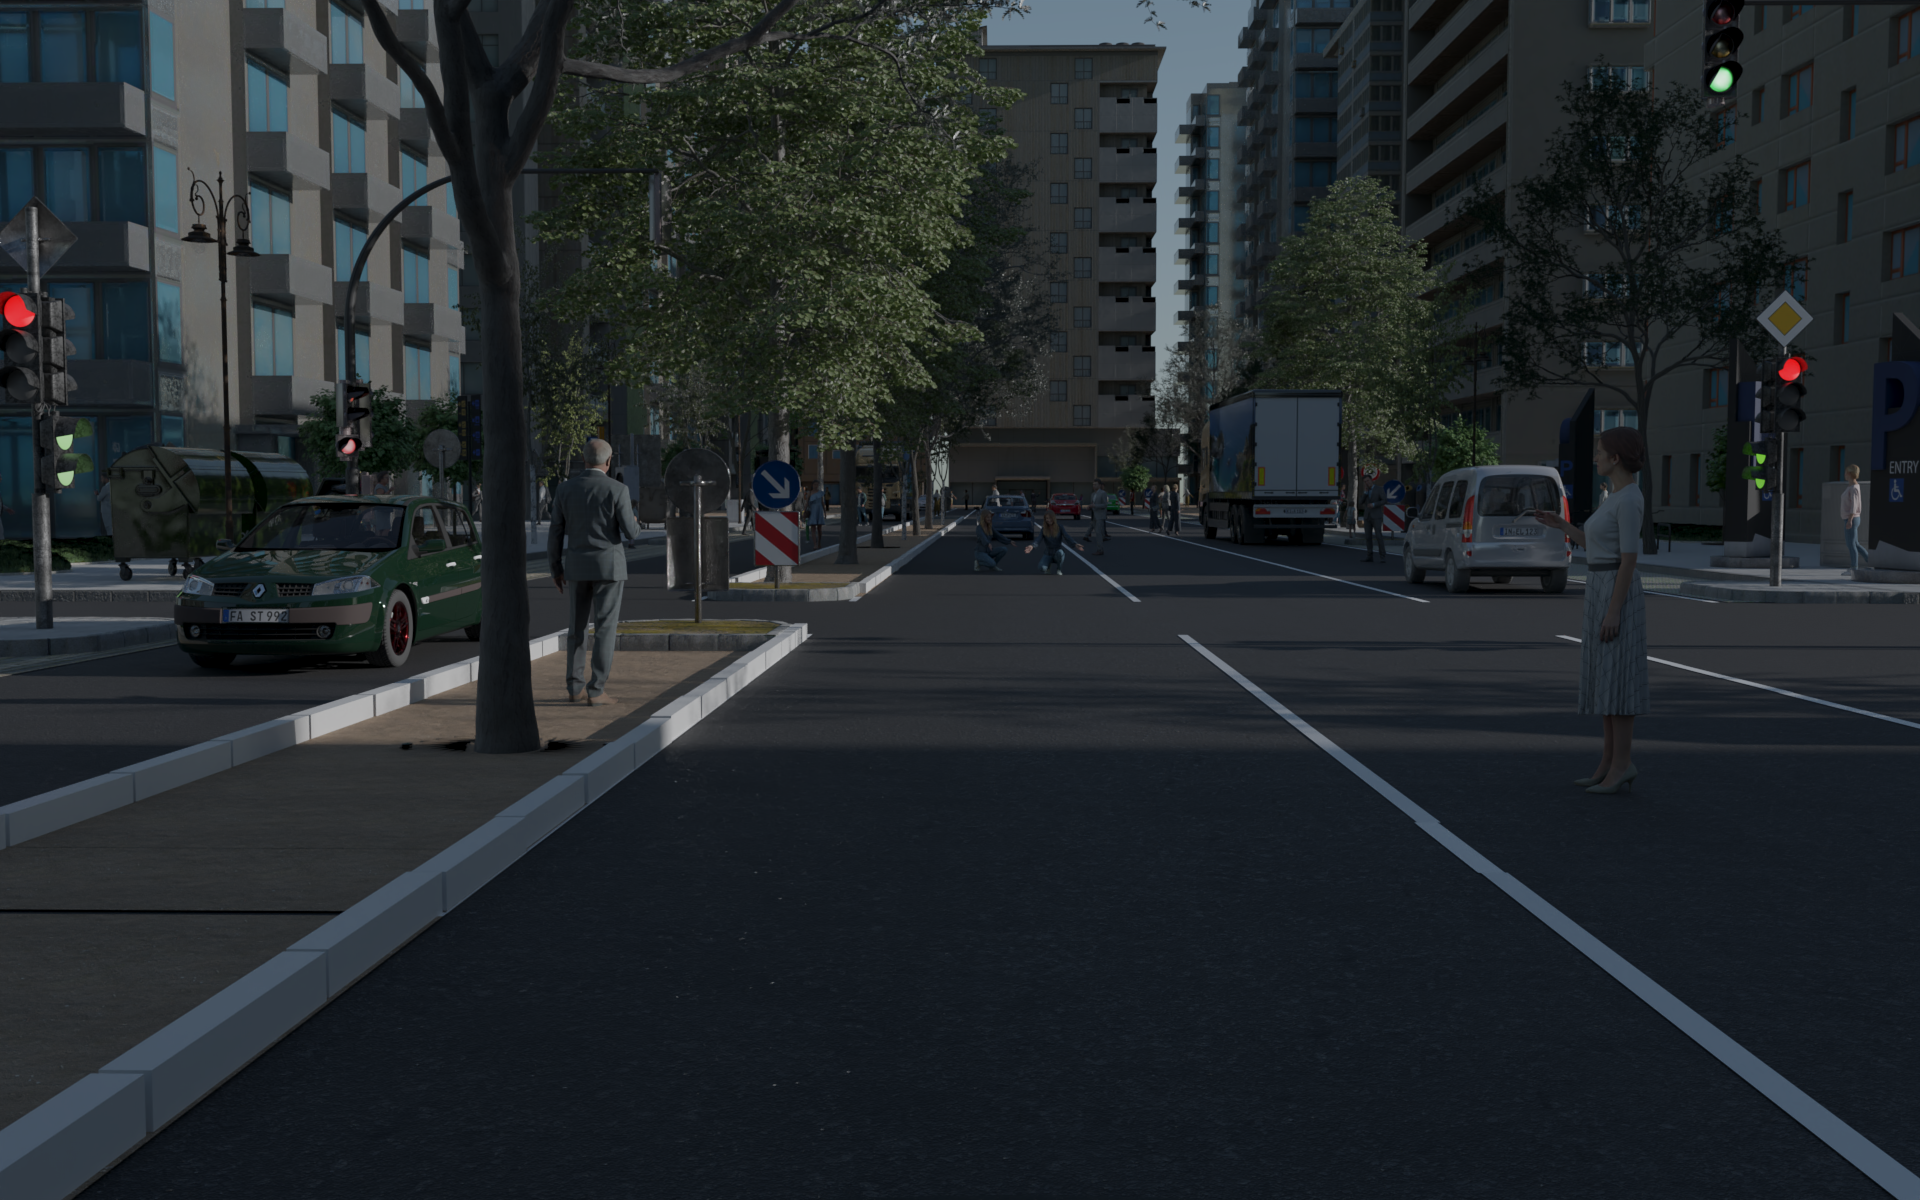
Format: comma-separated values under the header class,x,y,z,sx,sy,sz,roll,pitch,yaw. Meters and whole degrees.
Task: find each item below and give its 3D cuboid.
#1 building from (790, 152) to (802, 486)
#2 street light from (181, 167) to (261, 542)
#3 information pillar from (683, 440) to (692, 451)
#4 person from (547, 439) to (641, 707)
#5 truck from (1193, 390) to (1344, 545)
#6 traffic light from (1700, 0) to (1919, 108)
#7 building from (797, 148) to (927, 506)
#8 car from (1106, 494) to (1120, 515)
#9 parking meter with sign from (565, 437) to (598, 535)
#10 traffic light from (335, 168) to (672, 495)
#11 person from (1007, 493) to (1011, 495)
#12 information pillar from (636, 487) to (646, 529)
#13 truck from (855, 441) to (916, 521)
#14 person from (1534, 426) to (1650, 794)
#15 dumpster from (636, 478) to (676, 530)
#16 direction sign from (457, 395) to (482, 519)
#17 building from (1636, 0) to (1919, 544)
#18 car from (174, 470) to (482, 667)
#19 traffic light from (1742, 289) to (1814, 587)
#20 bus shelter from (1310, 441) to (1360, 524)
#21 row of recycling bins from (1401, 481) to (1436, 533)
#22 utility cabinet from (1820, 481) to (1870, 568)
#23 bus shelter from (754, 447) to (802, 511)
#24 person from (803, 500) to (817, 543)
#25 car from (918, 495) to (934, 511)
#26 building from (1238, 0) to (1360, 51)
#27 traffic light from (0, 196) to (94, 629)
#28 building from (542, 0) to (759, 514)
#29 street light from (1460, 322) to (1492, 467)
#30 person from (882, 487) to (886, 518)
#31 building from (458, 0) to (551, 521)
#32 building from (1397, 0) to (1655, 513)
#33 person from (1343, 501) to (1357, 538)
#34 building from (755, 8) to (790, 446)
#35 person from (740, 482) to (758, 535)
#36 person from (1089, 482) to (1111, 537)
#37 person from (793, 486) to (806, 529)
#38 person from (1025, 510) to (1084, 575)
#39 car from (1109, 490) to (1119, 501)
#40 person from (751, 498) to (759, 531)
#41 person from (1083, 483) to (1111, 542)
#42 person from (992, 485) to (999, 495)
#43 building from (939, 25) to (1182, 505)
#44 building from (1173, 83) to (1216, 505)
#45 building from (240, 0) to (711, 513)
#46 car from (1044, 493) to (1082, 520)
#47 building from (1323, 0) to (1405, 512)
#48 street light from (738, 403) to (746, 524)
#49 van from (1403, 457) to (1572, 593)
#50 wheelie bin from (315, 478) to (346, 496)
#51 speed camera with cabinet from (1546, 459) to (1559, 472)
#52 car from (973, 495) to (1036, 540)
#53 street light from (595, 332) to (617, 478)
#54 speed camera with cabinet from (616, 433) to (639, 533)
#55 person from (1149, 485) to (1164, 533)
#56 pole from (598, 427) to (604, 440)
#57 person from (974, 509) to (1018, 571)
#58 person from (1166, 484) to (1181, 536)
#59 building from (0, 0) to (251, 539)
class,x,y,z,sx,sy,sz,roll,pitch,yaw
building,-32.137,-33.471,201.878,28.867,44.769,22.147,0,4,1
street light,-10.579,-3.190,24.946,0.468,5.910,1.993,0,4,1
information pillar,-11.469,-4.993,72.998,0.504,3.616,0.183,2,4,32
person,-2.468,-0.193,11.834,0.661,1.801,0.590,1,4,9
truck,9.030,-3.863,52.073,2.839,4.237,11.283,0,3,0
traffic light,9.054,-2.521,15.888,4.771,5.953,1.251,0,4,1
building,-10.685,-33.498,197.809,14.200,45.320,14.600,0,4,1
car,10.158,-6.862,120.988,1.959,1.807,4.718,0,4,1
parking meter with sign,-11.724,-3.515,53.725,0.543,3.016,1.738,-3,5,-42
traffic light,-6.446,-3.040,24.367,4.771,5.953,1.251,0,4,1
person,2.629,-4.882,90.915,0.503,1.515,0.523,1,4,14
information pillar,-11.763,-3.615,63.594,0.304,2.012,0.304,2,4,32
truck,-4.019,-6.441,94.220,2.839,4.237,11.283,0,4,3
person,3.071,0.042,8.382,0.524,1.755,0.480,1,4,9
dumpster,-10.942,-3.461,62.346,1.264,1.857,1.865,0,4,1
direction sign,-11.239,-2.921,39.747,0.876,3.537,0.379,3,5,40
building,36.402,-12.078,42.518,28.899,21.520,27.650,0,4,1
car,-5.445,-0.354,15.576,2.009,1.686,4.222,0,4,2
traffic light,11.318,-2.144,23.968,0.839,4.253,0.868,0,4,1
bus shelter,16.276,-5.225,76.718,1.731,3.624,6.357,0,4,1
row of recycling bins,15.311,-2.994,56.058,1.069,1.692,3.534,-1,4,-10
utility cabinet,15.490,-1.303,29.984,0.318,1.500,1.173,-1,4,-22
bus shelter,-9.396,-6.027,89.830,1.731,3.624,6.357,0,4,1
person,-4.372,-2.318,50.648,0.306,1.304,0.590,-2,4,-33
car,-2.806,-8.385,149.450,2.083,1.381,4.827,0,4,3
building,36.266,-32.491,150.839,23.786,49.044,30.456,0,4,1
traffic light,-8.710,-1.680,16.393,0.839,4.253,0.868,0,4,1
building,-24.020,-27.782,137.835,14.154,41.232,14.086,0,4,1
street light,13.856,-4.518,46.659,0.468,5.910,1.993,0,4,1
person,-3.645,-4.276,78.760,0.623,1.781,0.721,0,4,3
building,-24.307,-24.692,87.314,14.154,41.232,14.086,0,4,1
building,35.337,-28.311,86.580,21.300,48.544,21.600,0,4,1
person,12.602,-2.600,56.024,0.505,1.210,0.382,3,4,37
building,-26.850,-43.974,157.218,20.611,71.187,20.563,0,4,1
person,-7.169,-3.144,59.679,0.755,1.850,0.659,-1,4,-16
person,4.659,-3.041,58.132,0.836,1.842,0.656,2,4,25
person,-7.006,-3.797,70.803,1.509,1.804,0.699,0,4,3
person,1.715,-1.023,30.728,1.012,1.151,0.738,1,4,14
car,14.163,-9.571,165.286,1.959,1.807,4.718,0,4,1
person,-7.858,-3.470,66.242,0.522,1.701,0.512,1,4,19
person,4.109,-2.643,51.979,0.850,1.792,0.678,-1,4,-9
person,1.653,-4.154,76.270,0.795,1.843,0.661,0,4,5
building,11.181,-37.616,204.259,27.495,52.752,28.713,0,4,1
building,40.093,-35.564,201.079,30.456,49.044,23.786,0,4,1
building,-29.142,-30.308,115.138,23.786,49.044,30.456,0,4,1
car,5.828,-5.425,97.731,2.155,1.783,4.494,0,4,0
building,40.244,-26.393,123.406,32.217,40.220,23.993,0,4,1
street light,-9.519,-6.230,74.656,0.468,5.910,1.993,0,4,1
van,7.979,-1.192,26.505,2.013,2.044,4.112,0,4,2
wheelie bin,-12.196,-1.594,33.962,0.693,1.594,0.980,2,4,29
speed camera with cabinet,15.313,-3.144,45.739,0.660,3.252,2.038,-3,4,-37
car,1.431,-2.644,55.228,2.014,1.417,4.499,0,4,-1
street light,-10.058,-4.704,49.704,0.468,5.910,1.993,0,4,1
speed camera with cabinet,-11.222,-3.826,56.899,0.660,3.252,2.038,-2,4,-35
person,7.246,-3.388,64.322,0.534,1.772,0.576,-2,4,-33
pole,-10.859,-3.585,52.466,0.158,3.312,0.155,0,3,0
person,0.652,-1.119,32.300,0.738,1.151,1.012,3,5,44
person,7.411,-3.114,59.837,0.576,1.772,0.534,3,4,37
building,-30.233,-26.751,56.981,23.786,49.044,30.456,0,4,1
